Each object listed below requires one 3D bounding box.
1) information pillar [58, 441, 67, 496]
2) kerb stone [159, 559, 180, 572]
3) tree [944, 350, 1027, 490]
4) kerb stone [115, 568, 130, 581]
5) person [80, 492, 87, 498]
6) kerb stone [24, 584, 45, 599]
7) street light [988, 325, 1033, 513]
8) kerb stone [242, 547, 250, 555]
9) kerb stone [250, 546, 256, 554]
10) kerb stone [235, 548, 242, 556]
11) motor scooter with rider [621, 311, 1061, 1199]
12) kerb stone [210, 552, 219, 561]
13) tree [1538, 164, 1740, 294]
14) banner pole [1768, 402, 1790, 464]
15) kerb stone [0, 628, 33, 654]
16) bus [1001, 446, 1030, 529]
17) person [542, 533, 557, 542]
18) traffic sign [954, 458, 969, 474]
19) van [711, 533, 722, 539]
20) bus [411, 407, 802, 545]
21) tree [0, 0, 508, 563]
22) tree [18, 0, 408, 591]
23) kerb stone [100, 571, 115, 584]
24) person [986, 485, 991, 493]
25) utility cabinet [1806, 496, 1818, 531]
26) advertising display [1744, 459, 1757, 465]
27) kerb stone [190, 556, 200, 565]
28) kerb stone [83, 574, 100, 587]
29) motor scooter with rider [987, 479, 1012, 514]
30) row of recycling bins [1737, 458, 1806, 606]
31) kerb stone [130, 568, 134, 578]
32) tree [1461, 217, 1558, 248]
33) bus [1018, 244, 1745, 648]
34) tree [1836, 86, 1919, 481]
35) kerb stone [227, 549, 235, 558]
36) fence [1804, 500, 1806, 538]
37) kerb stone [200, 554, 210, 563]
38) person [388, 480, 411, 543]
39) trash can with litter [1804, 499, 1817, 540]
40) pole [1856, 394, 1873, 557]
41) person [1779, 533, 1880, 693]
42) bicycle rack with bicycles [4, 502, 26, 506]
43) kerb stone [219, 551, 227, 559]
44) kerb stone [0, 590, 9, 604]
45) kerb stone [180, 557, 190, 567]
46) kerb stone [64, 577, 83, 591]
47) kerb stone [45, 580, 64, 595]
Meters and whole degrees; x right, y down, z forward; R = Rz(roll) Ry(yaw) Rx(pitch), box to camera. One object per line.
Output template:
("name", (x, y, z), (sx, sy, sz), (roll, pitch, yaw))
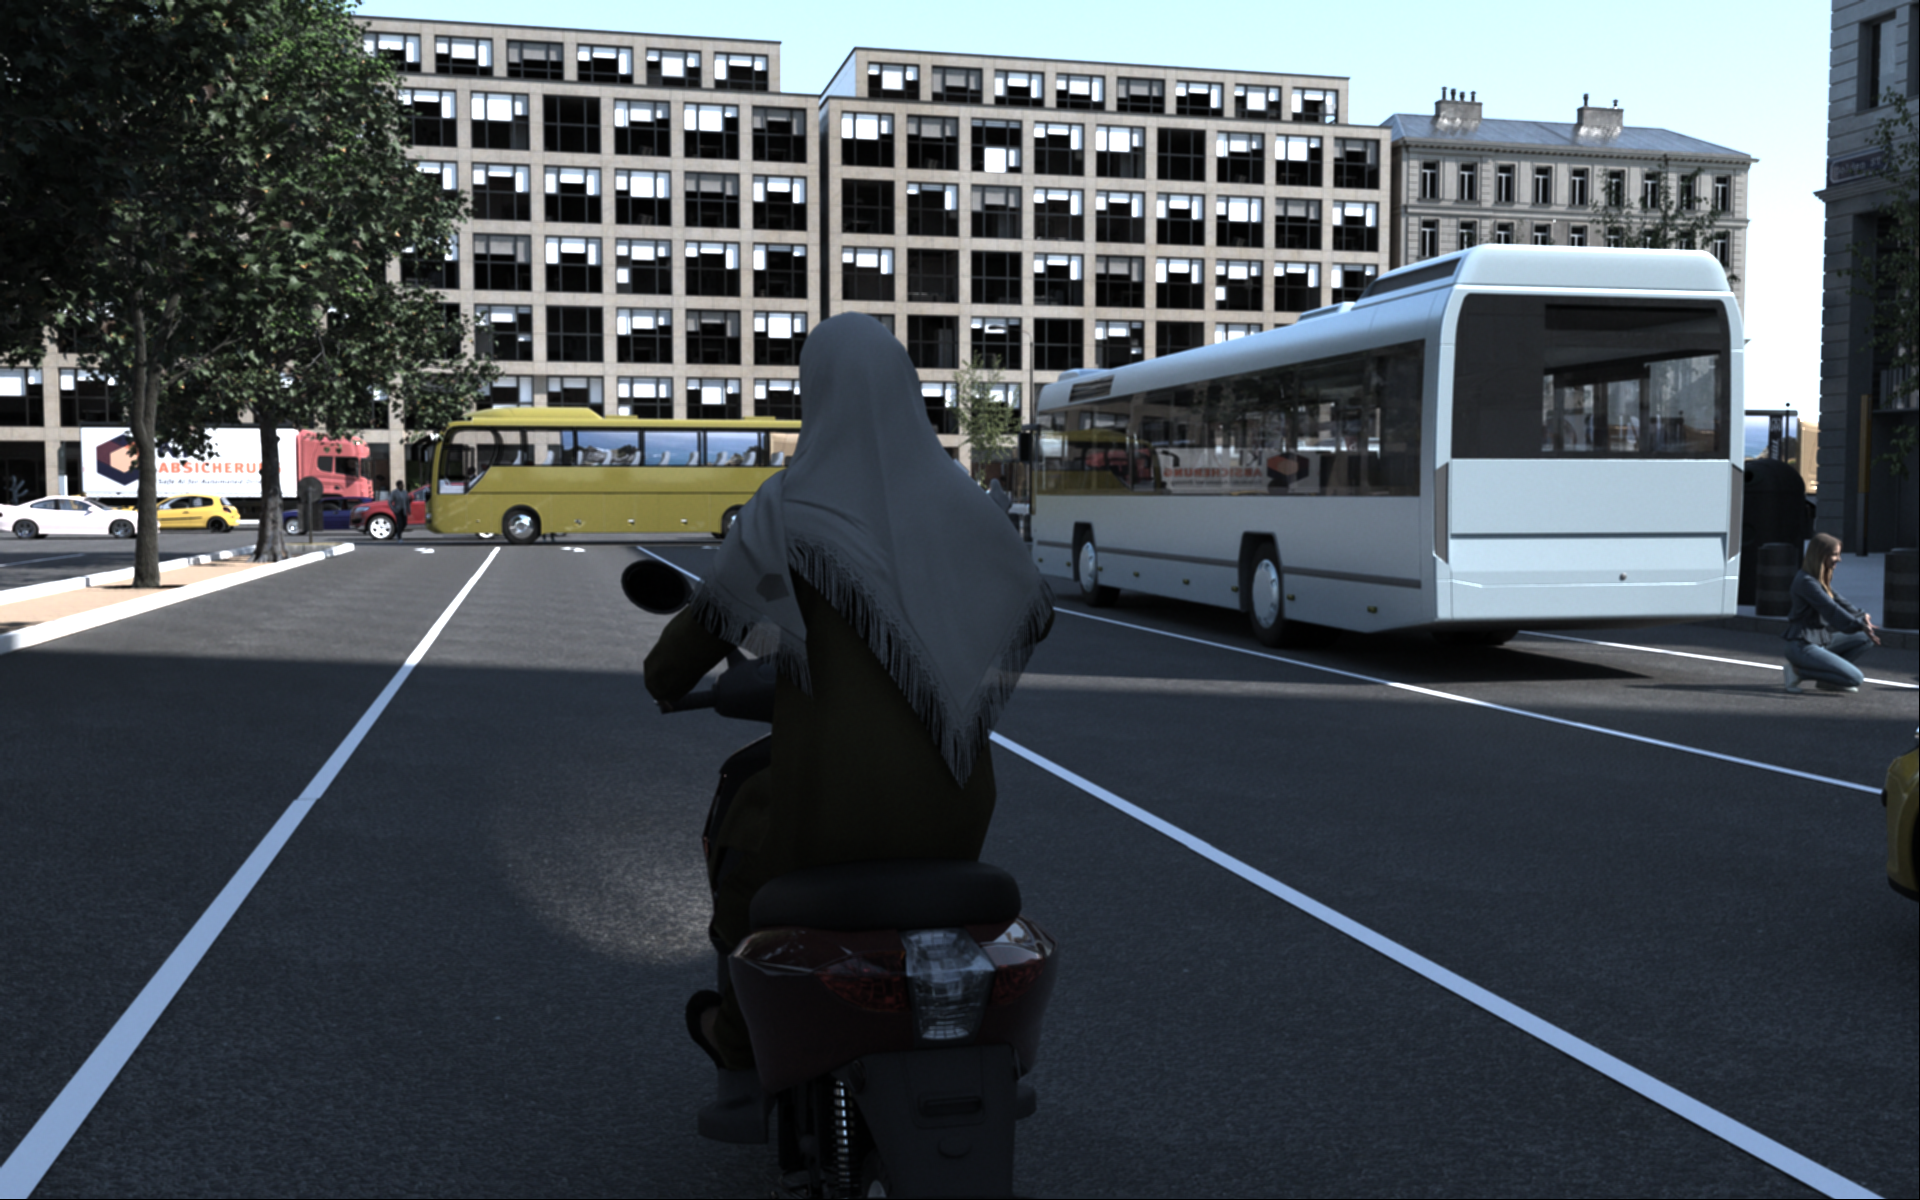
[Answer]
("information pillar", (-40.018, -5.254, 77.260), (0.504, 3.616, 0.183), (2, 4, 29))
("kerb stone", (-14.973, -0.642, 32.747), (0.120, 0.150, 1.000), (-1, 4, -14))
("tree", (1.180, -8.502, 89.371), (4.737, 8.622, 4.395), (0, 3, 0))
("kerb stone", (-13.992, -0.395, 28.743), (0.120, 0.150, 1.000), (-1, 4, -14))
("person", (-32.033, -3.191, 63.212), (0.480, 1.512, 0.613), (1, 4, 21))
("kerb stone", (-12.778, -0.093, 23.723), (0.120, 0.150, 1.000), (-1, 4, -14))
("street light", (1.447, -4.609, 47.902), (1.470, 5.913, 1.316), (-1, 4, -14))
("kerb stone", (-16.919, -1.135, 40.755), (0.120, 0.150, 1.000), (-1, 4, -14))
("kerb stone", (-17.162, -1.196, 41.753), (0.120, 0.150, 1.000), (-1, 4, -14))
("kerb stone", (-16.677, -1.074, 39.750), (0.120, 0.150, 1.000), (-1, 4, -14))
("motor scooter with rider", (-0.173, 0.351, 3.218), (0.876, 1.779, 1.986), (-1, 4, -13))
("kerb stone", (-15.943, -0.890, 36.751), (0.120, 0.150, 1.000), (-1, 4, -14))
("tree", (14.975, -5.363, 38.043), (4.737, 8.622, 4.395), (0, 3, 0))
("banner pole", (22.507, -3.521, 47.582), (0.401, 3.779, 0.863), (-1, 4, -21))
("kerb stone", (-8.791, 0.366, 16.211), (0.120, 0.150, 1.000), (-1, 4, -14))
("bus", (7.414, -3.742, 56.039), (13.247, 3.499, 2.948), (-1, 4, -13))
("person", (-12.351, -2.530, 51.671), (0.589, 1.601, 0.330), (-2, 4, -25))
("traffic sign", (-0.130, -2.716, 48.051), (0.795, 2.450, 0.064), (-1, 4, -14))
("van", (-6.354, -2.983, 55.783), (4.112, 2.044, 2.013), (-1, 4, -16))
("bus", (-9.309, -3.576, 50.008), (12.252, 3.916, 2.896), (-1, 4, -12))
("tree", (-14.471, -7.132, 36.079), (9.611, 12.733, 9.660), (0, 3, 0))
("tree", (-12.196, -5.970, 25.823), (9.928, 11.665, 9.643), (0, 3, 0))
("kerb stone", (-13.759, -0.339, 27.739), (0.120, 0.150, 1.000), (-1, 4, -14))
("person", (1.162, -4.033, 74.298), (0.748, 1.841, 0.638), (1, 4, 17))
("utility cabinet", (26.501, -2.592, 53.533), (1.020, 1.237, 0.306), (2, 4, 26))
("advertising display", (14.927, -1.675, 32.605), (0.123, 1.923, 0.974), (1, 4, 11))
("kerb stone", (-15.462, -0.768, 34.745), (0.120, 0.150, 1.000), (-1, 4, -14))
("kerb stone", (-13.509, -0.278, 26.734), (0.120, 0.150, 1.000), (-1, 4, -14))
("motor scooter with rider", (0.678, -1.537, 34.091), (0.876, 1.779, 1.986), (-1, 4, -15))
("row of recycling bins", (9.072, -0.879, 21.479), (1.069, 1.692, 3.534), (-1, 4, -14))
("kerb stone", (-14.246, -0.462, 29.743), (0.120, 0.150, 1.000), (-1, 4, -14))
("tree", (14.109, -5.885, 46.588), (4.360, 8.622, 3.978), (0, 3, 0))
("bus", (3.386, -1.502, 19.413), (2.948, 3.499, 13.247), (-1, 4, -12))
("tree", (17.039, -4.848, 29.624), (4.737, 8.622, 4.395), (0, 3, 0))
("kerb stone", (-16.437, -1.008, 38.751), (0.120, 0.150, 1.000), (-1, 4, -14))
("fence", (10.779, -0.735, 23.219), (2.264, 1.192, 0.480), (-3, 4, -37))
("kerb stone", (-15.700, -0.829, 35.745), (0.120, 0.150, 1.000), (-1, 4, -14))
("person", (-16.477, -2.599, 50.835), (0.795, 1.843, 0.661), (3, 5, 44))
("trash can with litter", (23.886, -2.280, 48.672), (1.055, 1.170, 0.624), (-2, 4, -23))
("pole", (18.559, -2.550, 35.543), (0.158, 3.312, 0.155), (0, 3, 0))
("person", (6.362, 0.091, 12.508), (0.738, 1.151, 1.012), (3, 5, 40))
("bicycle rack with bicycles", (-42.183, -3.987, 78.571), (2.852, 0.926, 2.925), (0, 4, -5))
("kerb stone", (-16.190, -0.951, 37.749), (0.120, 0.150, 1.000), (-1, 4, -14))
("kerb stone", (-12.535, -0.032, 22.725), (0.120, 0.150, 1.000), (-1, 4, -14))
("kerb stone", (-15.215, -0.705, 33.745), (0.120, 0.150, 1.000), (-1, 4, -14))
("kerb stone", (-13.261, -0.215, 25.732), (0.120, 0.150, 1.000), (-1, 4, -14))
("kerb stone", (-13.023, -0.154, 24.721), (0.120, 0.150, 1.000), (-1, 4, -14))
